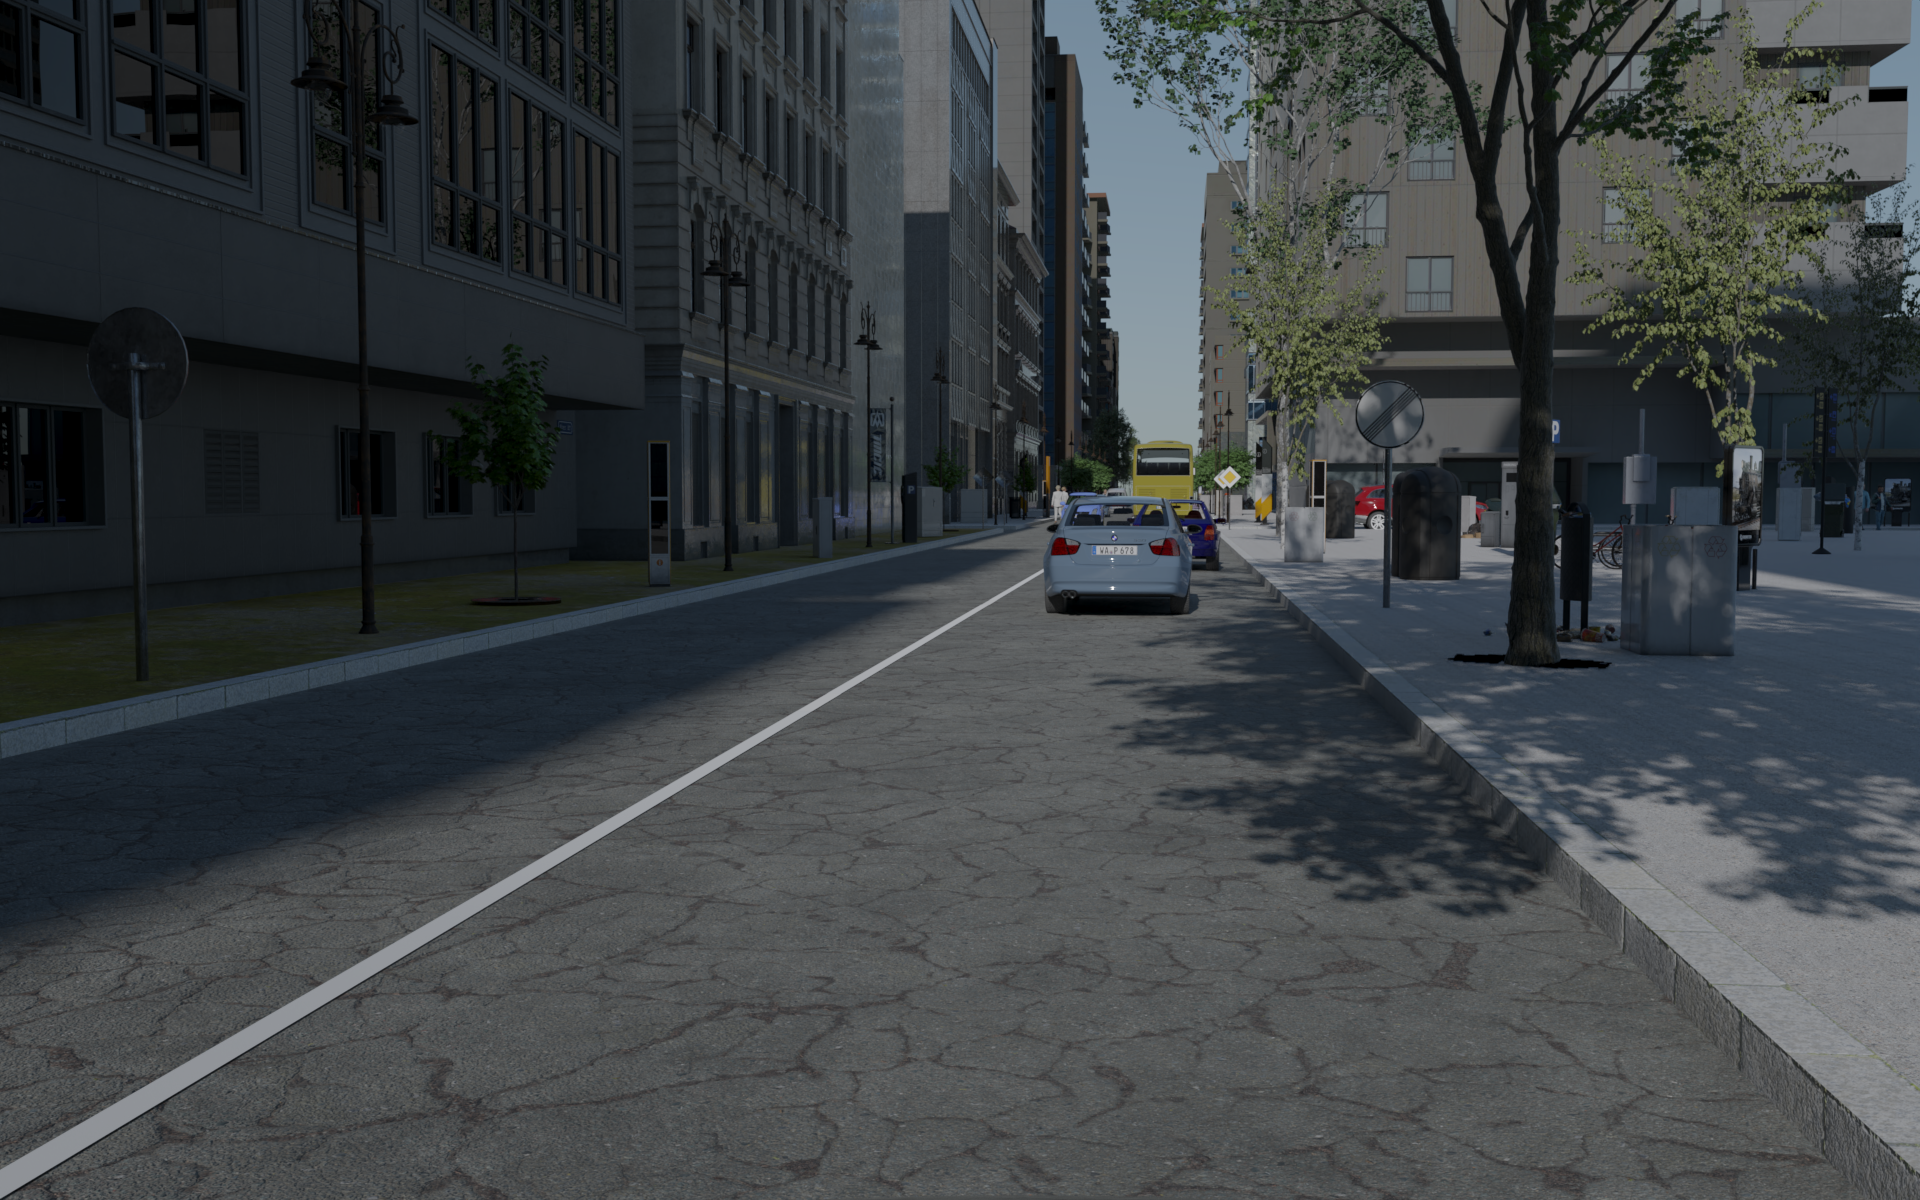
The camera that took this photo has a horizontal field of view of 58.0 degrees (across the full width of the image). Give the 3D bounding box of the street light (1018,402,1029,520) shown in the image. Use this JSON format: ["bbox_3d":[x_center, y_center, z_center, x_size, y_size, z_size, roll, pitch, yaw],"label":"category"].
[{"bbox_3d":[3.160,-6.896,85.543,0.468,5.910,1.993,0,4,7],"label":"street light"}]

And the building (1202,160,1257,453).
[{"bbox_3d":[45.501,-38.088,246.438,21.300,48.544,21.600,0,4,7],"label":"building"}]

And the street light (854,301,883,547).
[{"bbox_3d":[-2.194,-4.211,41.632,0.468,5.910,1.993,0,4,7],"label":"street light"}]

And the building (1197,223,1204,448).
[{"bbox_3d":[48.604,-37.732,271.549,22.147,44.769,28.867,0,4,7],"label":"building"}]

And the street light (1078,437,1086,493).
[{"bbox_3d":[9.541,-10.082,137.628,0.468,5.910,1.993,0,4,7],"label":"street light"}]

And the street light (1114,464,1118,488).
[{"bbox_3d":[18.872,-14.691,212.991,0.468,5.910,1.993,0,4,7],"label":"street light"}]

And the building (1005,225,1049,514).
[{"bbox_3d":[-0.235,-17.560,123.254,11.583,22.565,21.152,0,4,7],"label":"building"}]

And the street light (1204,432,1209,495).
[{"bbox_3d":[16.846,-8.784,116.407,0.468,5.910,1.993,0,4,7],"label":"street light"}]

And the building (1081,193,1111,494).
[{"bbox_3d":[10.026,-36.170,246.003,22.147,44.769,28.867,0,4,7],"label":"building"}]

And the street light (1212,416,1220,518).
[{"bbox_3d":[13.520,-7.175,90.092,0.468,5.910,1.993,0,4,7],"label":"street light"}]

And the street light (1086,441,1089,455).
[{"bbox_3d":[10.750,-10.702,147.768,0.468,5.910,1.993,0,4,7],"label":"street light"}]

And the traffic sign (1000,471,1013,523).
[{"bbox_3d":[2.038,-4.512,75.901,0.606,2.300,0.079,1,4,9],"label":"traffic sign"}]

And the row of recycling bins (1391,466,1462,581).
[{"bbox_3d":[7.308,-1.236,27.322,1.069,1.692,3.534,1,4,13],"label":"row of recycling bins"}]

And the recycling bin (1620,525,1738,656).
[{"bbox_3d":[5.822,-0.092,14.054,0.722,1.027,0.722,0,4,7],"label":"recycling bin"}]

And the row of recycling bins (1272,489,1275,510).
[{"bbox_3d":[25.477,-8.292,142.682,1.069,1.692,3.534,1,4,12],"label":"row of recycling bins"}]

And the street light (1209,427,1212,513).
[{"bbox_3d":[15.209,-7.962,102.967,0.468,5.910,1.993,0,4,7],"label":"street light"}]

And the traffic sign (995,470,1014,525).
[{"bbox_3d":[1.828,-4.131,71.191,0.795,2.450,0.064,0,4,7],"label":"traffic sign"}]

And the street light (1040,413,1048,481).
[{"bbox_3d":[4.793,-7.684,98.425,0.468,5.910,1.993,0,4,7],"label":"street light"}]

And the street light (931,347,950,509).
[{"bbox_3d":[-0.615,-4.999,54.521,0.468,5.910,1.993,0,4,7],"label":"street light"}]

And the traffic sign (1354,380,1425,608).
[{"bbox_3d":[4.814,-1.185,19.473,0.768,2.556,0.104,1,4,10],"label":"traffic sign"}]

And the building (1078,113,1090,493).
[{"bbox_3d":[3.195,-35.355,197.661,23.786,49.044,30.456,0,4,7],"label":"building"}]

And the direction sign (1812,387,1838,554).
[{"bbox_3d":[18.403,-2.746,36.892,0.876,3.537,0.379,-3,4,-35],"label":"direction sign"}]

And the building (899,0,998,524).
[{"bbox_3d":[-5.194,-16.212,83.083,12.078,24.808,19.932,0,4,7],"label":"building"}]

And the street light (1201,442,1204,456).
[{"bbox_3d":[18.506,-9.595,129.658,0.468,5.910,1.993,0,4,7],"label":"street light"}]

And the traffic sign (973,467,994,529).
[{"bbox_3d":[0.852,-3.647,63.266,0.795,2.450,0.064,0,4,7],"label":"traffic sign"}]

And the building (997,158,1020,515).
[{"bbox_3d":[-2.798,-16.758,102.879,11.050,23.489,19.941,0,4,7],"label":"building"}]

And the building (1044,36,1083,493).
[{"bbox_3d":[5.043,-32.086,174.710,14.600,45.320,14.200,0,4,7],"label":"building"}]

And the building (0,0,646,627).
[{"bbox_3d":[-14.037,-13.876,20.388,14.314,27.812,24.014,0,4,7],"label":"building"}]

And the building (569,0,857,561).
[{"bbox_3d":[-8.811,-11.784,41.814,9.793,20.994,18.267,0,4,7],"label":"building"}]

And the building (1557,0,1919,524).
[{"bbox_3d":[28.947,-30.219,83.320,27.495,52.752,28.713,0,4,7],"label":"building"}]

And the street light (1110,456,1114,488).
[{"bbox_3d":[17.187,-13.888,199.856,0.468,5.910,1.993,0,4,7],"label":"street light"}]

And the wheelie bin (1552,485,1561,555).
[{"bbox_3d":[12.085,-1.736,36.284,0.980,1.594,0.693,-1,4,-22],"label":"wheelie bin"}]

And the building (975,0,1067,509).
[{"bbox_3d":[-0.673,-43.924,156.407,20.563,71.187,20.611,0,4,7],"label":"building"}]

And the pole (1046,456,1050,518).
[{"bbox_3d":[4.760,-6.104,93.645,0.158,3.312,0.155,0,3,0],"label":"pole"}]

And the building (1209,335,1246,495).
[{"bbox_3d":[43.251,-21.816,201.736,27.650,21.520,28.899,0,4,7],"label":"building"}]

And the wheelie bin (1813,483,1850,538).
[{"bbox_3d":[25.790,-2.651,51.256,0.980,1.594,0.693,2,4,27],"label":"wheelie bin"}]

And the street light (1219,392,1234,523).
[{"bbox_3d":[11.960,-6.386,77.201,0.468,5.910,1.993,0,4,7],"label":"street light"}]

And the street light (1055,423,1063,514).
[{"bbox_3d":[6.344,-8.473,111.317,0.468,5.910,1.993,0,4,7],"label":"street light"}]

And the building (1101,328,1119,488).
[{"bbox_3d":[19.928,-32.104,296.607,14.160,30.474,14.107,0,4,7],"label":"building"}]

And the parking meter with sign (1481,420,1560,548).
[{"bbox_3d":[13.268,-2.746,41.152,1.738,3.016,0.543,3,5,42],"label":"parking meter with sign"}]

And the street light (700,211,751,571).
[{"bbox_3d":[-3.857,-3.417,28.659,0.468,5.910,1.993,0,4,7],"label":"street light"}]

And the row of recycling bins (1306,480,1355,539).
[{"bbox_3d":[10.921,-2.705,51.344,1.069,1.692,3.534,0,4,1],"label":"row of recycling bins"}]

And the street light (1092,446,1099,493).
[{"bbox_3d":[12.445,-11.523,161.191,0.468,5.910,1.993,0,4,7],"label":"street light"}]

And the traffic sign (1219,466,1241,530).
[{"bbox_3d":[9.677,-3.579,62.162,0.795,2.450,0.064,0,4,7],"label":"traffic sign"}]

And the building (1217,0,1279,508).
[{"bbox_3d":[37.312,-52.458,170.362,22.319,86.520,31.000,0,4,7],"label":"building"}]

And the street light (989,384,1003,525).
[{"bbox_3d":[1.485,-6.053,71.747,0.468,5.910,1.993,0,4,7],"label":"street light"}]

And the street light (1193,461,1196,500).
[{"bbox_3d":[23.131,-11.937,167.962,0.468,5.910,1.993,0,4,7],"label":"street light"}]

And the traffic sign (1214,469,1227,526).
[{"bbox_3d":[10.653,-4.064,70.087,0.795,2.450,0.064,0,4,7],"label":"traffic sign"}]

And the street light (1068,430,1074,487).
[{"bbox_3d":[8.013,-9.285,124.594,0.468,5.910,1.993,0,4,7],"label":"street light"}]

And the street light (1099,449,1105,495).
[{"bbox_3d":[14.039,-12.311,174.078,0.468,5.910,1.993,0,4,7],"label":"street light"}]

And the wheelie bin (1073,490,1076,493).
[{"bbox_3d":[8.206,-7.317,127.537,0.693,1.594,0.980,3,4,37],"label":"wheelie bin"}]

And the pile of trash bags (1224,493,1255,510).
[{"bbox_3d":[22.586,-8.039,141.191,1.912,1.369,3.447,-2,4,-26],"label":"pile of trash bags"}]

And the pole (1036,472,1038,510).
[{"bbox_3d":[6.336,-9.142,143.318,0.158,3.312,0.155,0,3,0],"label":"pole"}]

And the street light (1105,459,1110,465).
[{"bbox_3d":[15.642,-13.099,186.964,0.468,5.910,1.993,0,4,7],"label":"street light"}]

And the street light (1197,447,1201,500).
[{"bbox_3d":[20.216,-10.483,144.191,0.468,5.910,1.993,0,4,7],"label":"street light"}]

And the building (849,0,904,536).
[{"bbox_3d":[-10.963,-12.373,57.044,16.860,20.320,10.420,0,4,7],"label":"building"}]

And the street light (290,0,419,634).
[{"bbox_3d":[-5.445,-2.629,15.772,0.468,5.910,1.993,0,4,7],"label":"street light"}]

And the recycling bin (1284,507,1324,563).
[{"bbox_3d":[6.524,-1.241,32.839,0.722,1.027,0.722,1,4,11],"label":"recycling bin"}]

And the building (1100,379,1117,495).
[{"bbox_3d":[10.700,-26.382,276.388,27.650,21.520,28.899,0,4,7],"label":"building"}]
